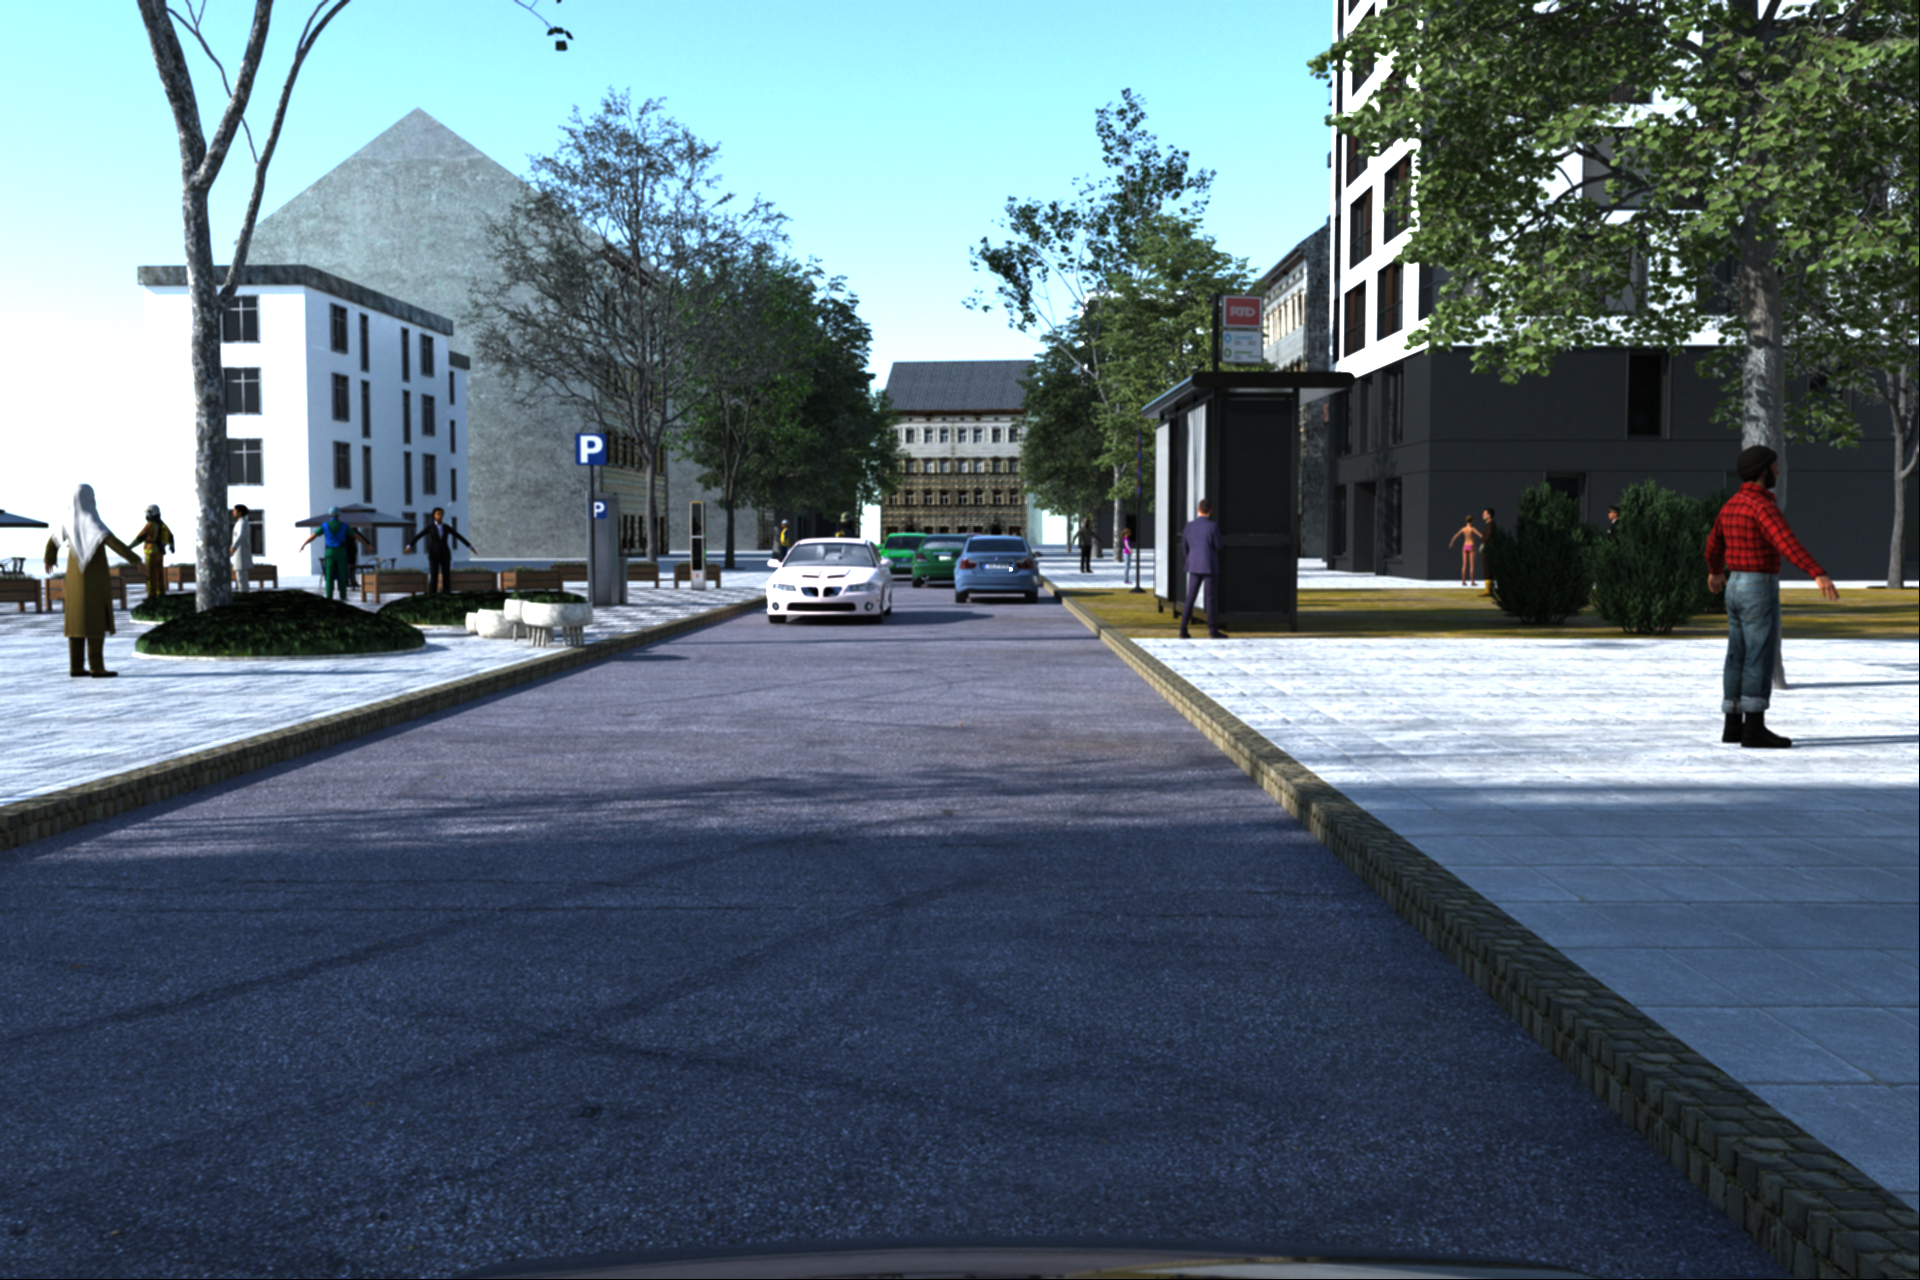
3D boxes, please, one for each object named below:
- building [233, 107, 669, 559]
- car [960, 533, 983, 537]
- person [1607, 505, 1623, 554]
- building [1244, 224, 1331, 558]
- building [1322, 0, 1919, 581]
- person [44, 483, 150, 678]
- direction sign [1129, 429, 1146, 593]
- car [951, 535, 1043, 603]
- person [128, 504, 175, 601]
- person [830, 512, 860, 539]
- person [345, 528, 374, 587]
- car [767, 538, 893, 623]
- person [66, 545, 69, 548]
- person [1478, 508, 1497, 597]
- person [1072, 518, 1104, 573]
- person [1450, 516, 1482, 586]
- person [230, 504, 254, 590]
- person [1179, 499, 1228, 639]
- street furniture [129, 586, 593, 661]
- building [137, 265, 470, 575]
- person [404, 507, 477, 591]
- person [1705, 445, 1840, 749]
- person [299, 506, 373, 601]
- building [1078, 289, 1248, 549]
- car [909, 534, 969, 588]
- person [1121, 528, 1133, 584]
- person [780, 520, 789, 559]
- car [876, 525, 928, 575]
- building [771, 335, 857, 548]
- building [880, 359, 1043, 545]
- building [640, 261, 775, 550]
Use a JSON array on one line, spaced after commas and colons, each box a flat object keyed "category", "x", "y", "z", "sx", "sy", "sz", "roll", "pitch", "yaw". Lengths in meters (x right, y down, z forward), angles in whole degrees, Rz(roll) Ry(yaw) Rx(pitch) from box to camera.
[{"category": "building", "x": -27.663, "y": -16.377, "z": 98.693, "sx": 19.493, "sy": 23.208, "sz": 18.063, "roll": 0, "pitch": 4, "yaw": 1}, {"category": "car", "x": 0.496, "y": -4.717, "z": 86.171, "sx": 2.155, "sy": 1.783, "sz": 4.494, "roll": 0, "pitch": 4, "yaw": 1}, {"category": "person", "x": 12.718, "y": -1.699, "z": 33.722, "sx": 0.705, "sy": 1.837, "sz": 1.347, "roll": 1, "pitch": 4, "yaw": 20}, {"category": "building", "x": 27.443, "y": -16.437, "z": 99.680, "sx": 19.493, "sy": 23.208, "sz": 18.063, "roll": 0, "pitch": 4, "yaw": 1}, {"category": "building", "x": 26.995, "y": -13.395, "z": 62.977, "sx": 27.936, "sy": 21.610, "sz": 32.646, "roll": 0, "pitch": 4, "yaw": 1}, {"category": "person", "x": -7.790, "y": -0.539, "z": 15.587, "sx": 1.217, "sy": 1.736, "sz": 0.721, "roll": 1, "pitch": 4, "yaw": 22}, {"category": "direction sign", "x": 3.880, "y": -2.795, "z": 37.700, "sx": 0.379, "sy": 3.537, "sz": 0.876, "roll": 0, "pitch": 4, "yaw": -1}, {"category": "car", "x": 0.787, "y": -1.544, "z": 37.250, "sx": 2.014, "sy": 1.417, "sz": 4.499, "roll": 0, "pitch": 4, "yaw": 1}, {"category": "person", "x": -15.333, "y": -1.660, "z": 32.915, "sx": 0.705, "sy": 1.858, "sz": 1.354, "roll": 1, "pitch": 4, "yaw": 13}, {"category": "person", "x": -2.203, "y": -1.569, "z": 33.889, "sx": 1.354, "sy": 1.856, "sz": 0.705, "roll": 2, "pitch": 4, "yaw": 35}, {"category": "person", "x": -14.700, "y": -2.177, "z": 41.780, "sx": 0.705, "sy": 1.806, "sz": 1.347, "roll": 2, "pitch": 4, "yaw": 24}, {"category": "car", "x": -2.143, "y": -1.036, "z": 29.294, "sx": 2.083, "sy": 1.381, "sz": 4.827, "roll": 0, "pitch": 4, "yaw": 0}, {"category": "person", "x": -23.905, "y": -2.542, "z": 47.700, "sx": 0.704, "sy": 1.843, "sz": 1.345, "roll": 2, "pitch": 4, "yaw": 33}, {"category": "person", "x": 10.818, "y": -1.798, "z": 35.543, "sx": 0.704, "sy": 1.812, "sz": 1.346, "roll": 1, "pitch": 4, "yaw": 21}, {"category": "person", "x": 4.189, "y": -3.130, "z": 57.299, "sx": 1.348, "sy": 1.813, "sz": 0.705, "roll": -2, "pitch": 4, "yaw": -35}, {"category": "person", "x": 12.734, "y": -2.224, "z": 43.160, "sx": 0.721, "sy": 1.733, "sz": 1.217, "roll": -3, "pitch": 5, "yaw": -44}, {"category": "person", "x": -12.684, "y": -1.488, "z": 30.517, "sx": 0.705, "sy": 1.806, "sz": 1.347, "roll": -1, "pitch": 4, "yaw": -16}, {"category": "person", "x": 2.983, "y": -0.871, "z": 21.212, "sx": 0.530, "sy": 1.710, "sz": 0.541, "roll": -3, "pitch": 5, "yaw": -42}, {"category": "street furniture", "x": -7.933, "y": -0.423, "z": 22.540, "sx": 5.734, "sy": 0.657, "sz": 10.072, "roll": -1, "pitch": 4, "yaw": -22}, {"category": "building", "x": -24.440, "y": -7.716, "z": 68.299, "sx": 9.099, "sy": 9.664, "sz": 28.070, "roll": 0, "pitch": 4, "yaw": 2}, {"category": "person", "x": -8.897, "y": -1.403, "z": 29.665, "sx": 1.216, "sy": 1.740, "sz": 0.721, "roll": -2, "pitch": 4, "yaw": -28}, {"category": "person", "x": 4.840, "y": -0.269, "z": 10.499, "sx": 0.704, "sy": 1.816, "sz": 1.345, "roll": 0, "pitch": 4, "yaw": -4}, {"category": "person", "x": -12.005, "y": -1.662, "z": 33.304, "sx": 1.347, "sy": 1.817, "sz": 0.704, "roll": -1, "pitch": 4, "yaw": -17}, {"category": "building", "x": 24.844, "y": -19.379, "z": 160.821, "sx": 27.936, "sy": 21.610, "sz": 32.646, "roll": 0, "pitch": 4, "yaw": 1}, {"category": "car", "x": -0.366, "y": -2.198, "z": 47.742, "sx": 2.131, "sy": 1.459, "sz": 4.920, "roll": 0, "pitch": 4, "yaw": 0}, {"category": "person", "x": 4.380, "y": -2.165, "z": 44.665, "sx": 0.599, "sy": 1.433, "sz": 0.991, "roll": 0, "pitch": 4, "yaw": 3}, {"category": "person", "x": -6.166, "y": -3.292, "z": 60.282, "sx": 0.721, "sy": 1.772, "sz": 1.216, "roll": -1, "pitch": 4, "yaw": -9}, {"category": "car", "x": -1.649, "y": -2.807, "z": 54.692, "sx": 1.959, "sy": 1.807, "sz": 4.718, "roll": 0, "pitch": 4, "yaw": 1}, {"category": "building", "x": -25.671, "y": -20.344, "z": 176.593, "sx": 27.936, "sy": 21.610, "sz": 32.646, "roll": 0, "pitch": 4, "yaw": 1}, {"category": "building", "x": 0.539, "y": -23.523, "z": 217.987, "sx": 18.063, "sy": 23.208, "sz": 19.493, "roll": 1, "pitch": 4, "yaw": 8}, {"category": "building", "x": -25.171, "y": -19.232, "z": 145.379, "sx": 19.493, "sy": 23.208, "sz": 18.063, "roll": 0, "pitch": 3, "yaw": 0}]
